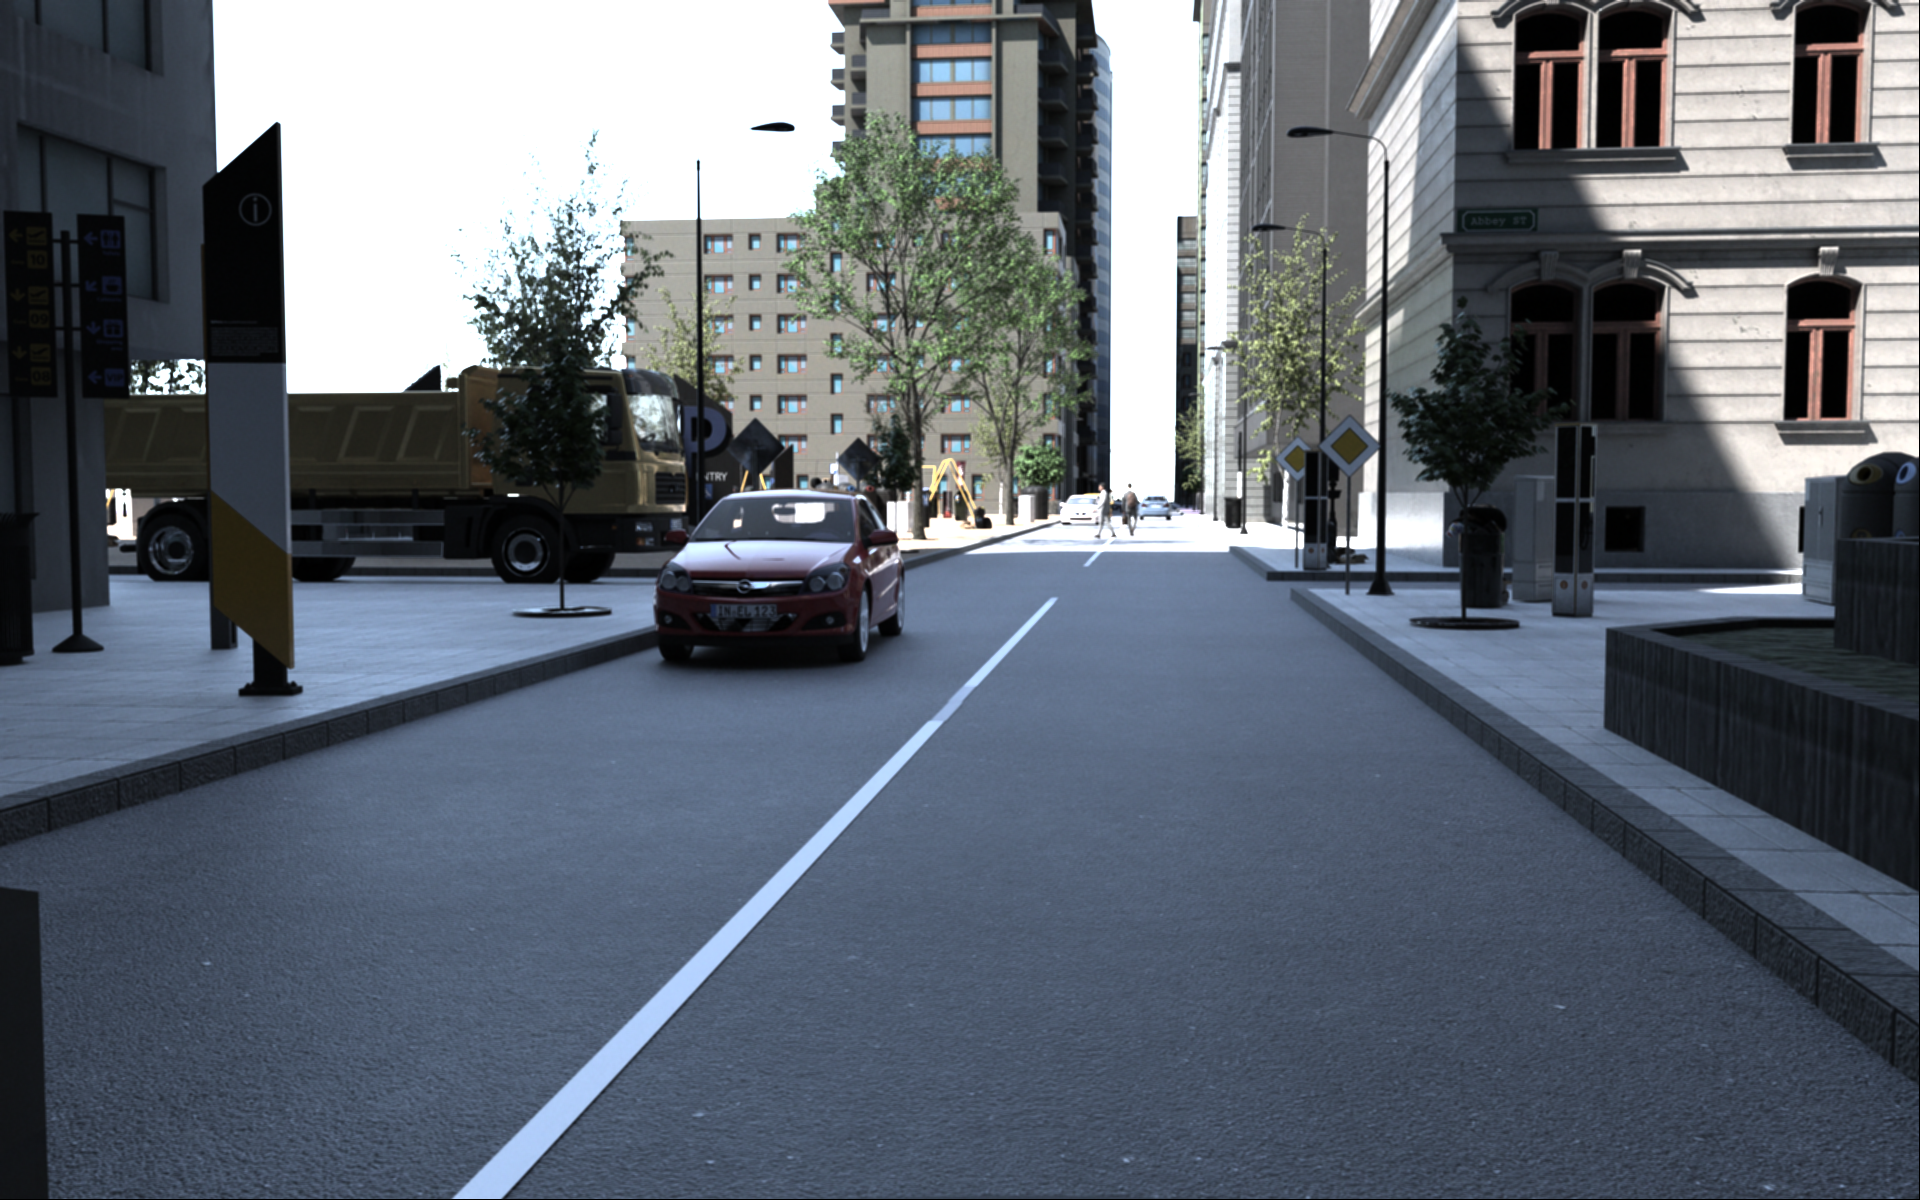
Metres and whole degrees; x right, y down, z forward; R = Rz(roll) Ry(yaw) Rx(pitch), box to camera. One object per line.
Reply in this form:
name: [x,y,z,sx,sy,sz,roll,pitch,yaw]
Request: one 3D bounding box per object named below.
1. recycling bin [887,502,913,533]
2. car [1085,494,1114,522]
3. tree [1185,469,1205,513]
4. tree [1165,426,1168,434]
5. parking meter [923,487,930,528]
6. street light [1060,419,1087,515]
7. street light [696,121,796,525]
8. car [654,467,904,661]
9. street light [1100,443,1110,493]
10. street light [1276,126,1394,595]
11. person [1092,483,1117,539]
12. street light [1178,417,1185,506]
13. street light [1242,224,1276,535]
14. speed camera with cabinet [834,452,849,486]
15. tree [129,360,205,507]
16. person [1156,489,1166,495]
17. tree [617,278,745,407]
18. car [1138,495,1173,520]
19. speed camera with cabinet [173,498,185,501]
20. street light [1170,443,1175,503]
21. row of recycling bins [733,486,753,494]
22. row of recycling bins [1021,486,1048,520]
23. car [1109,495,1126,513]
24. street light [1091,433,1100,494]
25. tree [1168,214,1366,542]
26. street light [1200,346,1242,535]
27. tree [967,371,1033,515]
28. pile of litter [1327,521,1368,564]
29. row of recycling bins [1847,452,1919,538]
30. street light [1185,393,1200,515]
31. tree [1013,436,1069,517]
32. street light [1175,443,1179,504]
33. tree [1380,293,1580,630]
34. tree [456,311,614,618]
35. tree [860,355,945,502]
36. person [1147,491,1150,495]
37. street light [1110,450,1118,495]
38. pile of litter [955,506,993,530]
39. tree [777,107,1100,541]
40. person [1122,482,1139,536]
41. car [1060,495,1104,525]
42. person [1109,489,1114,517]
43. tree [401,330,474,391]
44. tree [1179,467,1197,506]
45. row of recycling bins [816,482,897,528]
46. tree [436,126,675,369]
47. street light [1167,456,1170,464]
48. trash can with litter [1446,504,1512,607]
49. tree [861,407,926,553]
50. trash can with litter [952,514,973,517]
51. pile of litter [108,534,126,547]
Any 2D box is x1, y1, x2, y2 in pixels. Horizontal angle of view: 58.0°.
recycling bin: [-1.947,-2.711,56.874,0.722,1.027,0.722,1,4,14]
car: [6.996,-4.879,89.994,2.015,1.641,3.980,0,4,5]
tree: [16.034,-7.487,117.021,1.663,3.219,1.824,0,3,0]
tree: [15.711,-9.887,112.017,4.737,8.622,4.395,0,3,0]
parking meter: [-1.328,-3.504,65.709,0.372,1.533,0.369,0,3,0]
street light: [6.908,-8.207,106.725,1.470,5.913,1.316,0,4,6]
street light: [-2.746,-3.013,21.811,1.470,5.913,1.316,0,4,6]
car: [-1.591,-0.441,16.247,2.155,1.783,4.494,0,4,5]
street light: [12.506,-11.237,156.273,1.470,5.913,1.316,0,4,6]
street light: [4.828,-3.025,21.996,1.470,5.913,1.316,0,4,6]
person: [4.655,-2.875,55.783,0.850,1.792,0.678,1,4,11]
street light: [14.308,-8.168,106.085,1.470,5.913,1.316,0,4,6]
street light: [5.709,-3.506,29.866,1.470,5.913,1.316,0,4,6]
speed camera with cabinet: [-5.373,-5.319,81.298,0.660,3.252,2.038,-1,4,-19]
tree: [-24.502,-6.010,48.634,4.360,8.622,3.978,0,3,0]
person: [12.421,-5.991,107.251,0.742,1.727,0.445,1,4,17]
tree: [-9.358,-6.674,59.488,4.737,8.622,4.395,0,3,0]
car: [10.793,-5.125,95.791,2.014,1.417,4.499,0,4,6]
speed camera with cabinet: [-29.863,-4.463,67.302,2.038,3.252,0.660,1,4,21]
street light: [19.933,-11.227,156.106,1.470,5.913,1.316,0,4,6]
row of recycling bins: [-11.785,-4.844,86.311,3.534,1.692,1.069,0,4,0]
row of recycling bins: [3.709,-4.891,87.088,1.069,1.692,3.534,0,4,-7]
car: [11.798,-7.374,133.142,1.945,1.354,3.894,0,4,8]
street light: [9.703,-9.734,131.684,1.470,5.913,1.316,0,4,6]
tree: [8.941,-5.889,46.647,4.737,8.622,4.395,0,3,0]
street light: [8.410,-5.011,54.467,1.470,5.913,1.316,0,4,6]
tree: [2.451,-9.398,104.019,4.737,8.622,4.395,0,3,0]
pile of litter: [7.073,-1.126,32.369,1.176,0.858,1.719,2,4,32]
row of recycling bins: [9.118,-0.533,15.832,1.069,1.692,3.534,0,4,6]
street light: [11.271,-6.575,80.038,1.470,5.913,1.316,0,4,6]
tree: [4.499,-6.941,97.201,4.285,4.588,4.351,0,3,0]
street light: [17.180,-9.688,130.944,1.470,5.913,1.316,0,4,6]
tree: [4.843,-1.363,16.893,1.663,3.219,1.824,0,3,0]
tree: [-4.238,-1.463,18.526,1.663,3.219,1.824,0,3,0]
tree: [-2.898,-8.491,89.194,4.360,8.622,3.978,0,3,0]
person: [20.795,-11.071,190.237,0.721,1.736,1.217,2,4,23]
street light: [16.214,-13.263,189.392,1.470,5.913,1.316,0,4,6]
pile of litter: [0.493,-3.016,63.284,1.719,0.858,1.176,-2,4,-33]
tree: [-1.318,-7.470,47.896,9.928,11.665,9.643,0,3,0]
person: [5.800,-3.091,58.999,0.622,1.834,0.822,1,4,20]
car: [5.769,-4.203,81.088,2.083,1.381,4.827,0,4,7]
person: [9.580,-6.071,108.556,0.721,1.735,1.217,0,4,6]
tree: [-23.597,-7.815,78.139,4.737,8.622,4.395,0,3,0]
tree: [25.903,-12.841,193.670,4.285,4.588,4.351,0,3,0]
row of recycling bins: [-3.785,-3.392,62.565,3.534,1.692,1.069,-3,5,-42]
tree: [-7.808,-5.116,34.009,4.360,8.622,3.978,0,3,0]
street light: [22.600,-12.732,180.710,1.470,5.913,1.316,0,4,6]
trash can with litter: [5.971,-0.517,19.841,0.624,1.170,1.055,2,4,26]
tree: [-1.332,-2.665,38.178,1.663,3.219,1.824,0,3,0]
trash can with litter: [0.010,-5.293,97.598,1.678,1.210,2.233,2,4,32]
pile of litter: [-21.082,-1.737,42.361,1.176,0.858,1.719,1,4,20]
